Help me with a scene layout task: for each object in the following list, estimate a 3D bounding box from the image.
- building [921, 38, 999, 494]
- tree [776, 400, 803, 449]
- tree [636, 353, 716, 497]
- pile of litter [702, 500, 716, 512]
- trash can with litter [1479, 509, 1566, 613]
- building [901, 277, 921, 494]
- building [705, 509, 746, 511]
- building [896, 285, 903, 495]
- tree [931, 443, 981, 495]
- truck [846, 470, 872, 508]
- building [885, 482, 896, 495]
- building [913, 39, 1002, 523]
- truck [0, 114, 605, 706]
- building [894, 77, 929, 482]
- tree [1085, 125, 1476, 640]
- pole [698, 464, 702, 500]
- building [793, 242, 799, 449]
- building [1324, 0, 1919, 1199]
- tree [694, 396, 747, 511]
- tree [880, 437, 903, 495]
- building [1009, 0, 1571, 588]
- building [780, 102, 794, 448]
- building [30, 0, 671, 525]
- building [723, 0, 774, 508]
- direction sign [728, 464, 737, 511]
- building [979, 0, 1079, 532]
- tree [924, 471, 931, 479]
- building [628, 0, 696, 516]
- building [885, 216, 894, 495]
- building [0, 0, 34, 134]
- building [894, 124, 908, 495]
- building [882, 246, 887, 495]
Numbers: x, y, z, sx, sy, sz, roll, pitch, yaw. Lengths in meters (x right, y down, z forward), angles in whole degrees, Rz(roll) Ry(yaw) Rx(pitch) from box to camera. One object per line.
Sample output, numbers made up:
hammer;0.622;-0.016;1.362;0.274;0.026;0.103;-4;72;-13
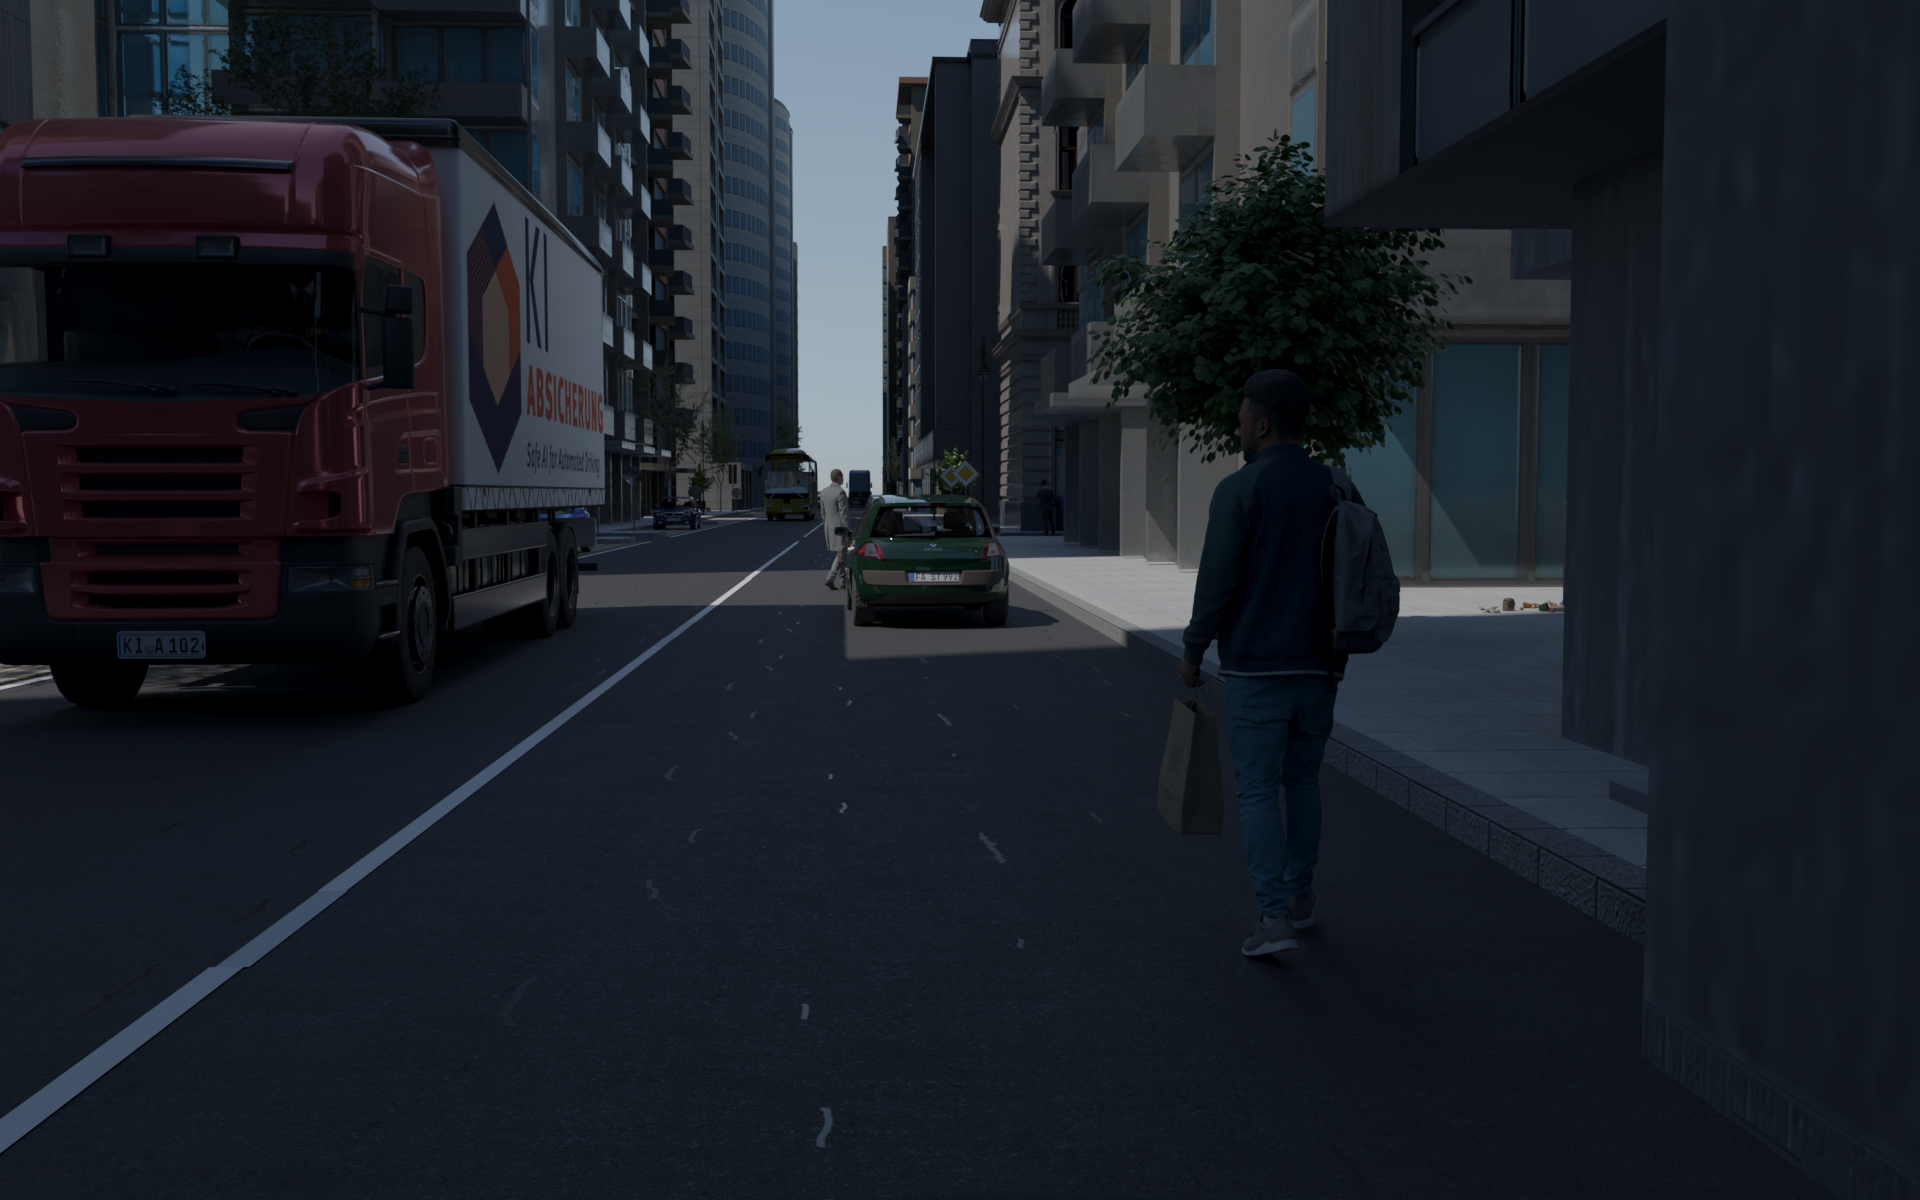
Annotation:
building;3.166;-20.920;119.529;11.434;29.767;29.804;0;4;-3
tree;-22.576;-17.827;209.592;7.486;12.596;7.792;0;3;0
tree;-15.099;-8.615;91.219;4.360;8.622;3.978;0;3;0
pile of litter;-18.749;-6.910;126.948;1.719;0.858;1.176;0;4;-4
trash can with litter;6.580;-0.506;19.325;2.233;1.210;1.678;-2;4;-26
building;9.007;-18.838;153.036;27.650;21.520;28.899;0;4;-3
building;-27.822;-43.061;142.305;20.563;71.187;20.611;0;4;-3
building;-1.587;-28.204;232.842;14.160;30.474;14.107;0;4;-3
tree;-0.039;-4.342;65.587;1.663;3.219;1.824;0;3;0
truck;-10.700;-12.101;187.609;2.967;4.110;18.799;0;4;-5
building;5.252;-34.282;252.395;32.217;40.220;23.993;0;4;-3
building;5.133;-16.563;89.872;14.314;24.678;30.058;0;4;-3
truck;-5.103;-1.607;15.183;2.839;4.237;11.283;0;4;-4
building;4.332;-32.219;181.398;22.147;44.769;28.867;0;4;-3
tree;2.901;-1.944;15.504;4.285;4.588;4.351;0;3;0
pole;-17.559;-7.526;116.887;0.158;3.312;0.155;0;3;0
building;-32.732;-36.037;272.802;14.154;41.232;14.086;0;4;-3
building;8.649;-19.672;5.236;14.154;41.232;14.086;0;4;-3
tree;-17.778;-10.885;128.325;4.737;8.622;4.395;0;3;0
tree;-8.013;-16.541;220.802;4.360;8.622;3.978;0;3;0
building;13.591;-25.439;35.541;23.786;49.044;30.456;0;4;-3
building;-35.179;-43.363;250.976;21.231;58.520;28.212;0;4;-3
building;-25.014;-27.620;71.198;23.786;49.044;30.456;0;4;-3
building;-29.118;-38.255;167.468;21.231;58.520;28.212;0;4;-3
direction sign;-17.317;-8.564;132.010;0.379;3.537;0.876;3;4;37
building;11.024;-14.370;63.828;19.941;23.489;11.050;0;4;-3
tree;-0.466;-4.791;72.935;1.663;3.219;1.824;0;3;0
building;-28.585;-27.777;108.778;22.147;44.769;28.867;0;4;-3
building;-4.392;-37.977;271.034;14.600;45.320;14.200;0;4;-3
building;-37.571;-27.112;32.527;27.495;52.752;28.713;0;4;-3
building;0.051;-33.814;202.972;14.600;45.320;14.200;0;4;-3
building;-5.828;-36.861;286.275;14.154;41.232;14.086;0;4;-3
